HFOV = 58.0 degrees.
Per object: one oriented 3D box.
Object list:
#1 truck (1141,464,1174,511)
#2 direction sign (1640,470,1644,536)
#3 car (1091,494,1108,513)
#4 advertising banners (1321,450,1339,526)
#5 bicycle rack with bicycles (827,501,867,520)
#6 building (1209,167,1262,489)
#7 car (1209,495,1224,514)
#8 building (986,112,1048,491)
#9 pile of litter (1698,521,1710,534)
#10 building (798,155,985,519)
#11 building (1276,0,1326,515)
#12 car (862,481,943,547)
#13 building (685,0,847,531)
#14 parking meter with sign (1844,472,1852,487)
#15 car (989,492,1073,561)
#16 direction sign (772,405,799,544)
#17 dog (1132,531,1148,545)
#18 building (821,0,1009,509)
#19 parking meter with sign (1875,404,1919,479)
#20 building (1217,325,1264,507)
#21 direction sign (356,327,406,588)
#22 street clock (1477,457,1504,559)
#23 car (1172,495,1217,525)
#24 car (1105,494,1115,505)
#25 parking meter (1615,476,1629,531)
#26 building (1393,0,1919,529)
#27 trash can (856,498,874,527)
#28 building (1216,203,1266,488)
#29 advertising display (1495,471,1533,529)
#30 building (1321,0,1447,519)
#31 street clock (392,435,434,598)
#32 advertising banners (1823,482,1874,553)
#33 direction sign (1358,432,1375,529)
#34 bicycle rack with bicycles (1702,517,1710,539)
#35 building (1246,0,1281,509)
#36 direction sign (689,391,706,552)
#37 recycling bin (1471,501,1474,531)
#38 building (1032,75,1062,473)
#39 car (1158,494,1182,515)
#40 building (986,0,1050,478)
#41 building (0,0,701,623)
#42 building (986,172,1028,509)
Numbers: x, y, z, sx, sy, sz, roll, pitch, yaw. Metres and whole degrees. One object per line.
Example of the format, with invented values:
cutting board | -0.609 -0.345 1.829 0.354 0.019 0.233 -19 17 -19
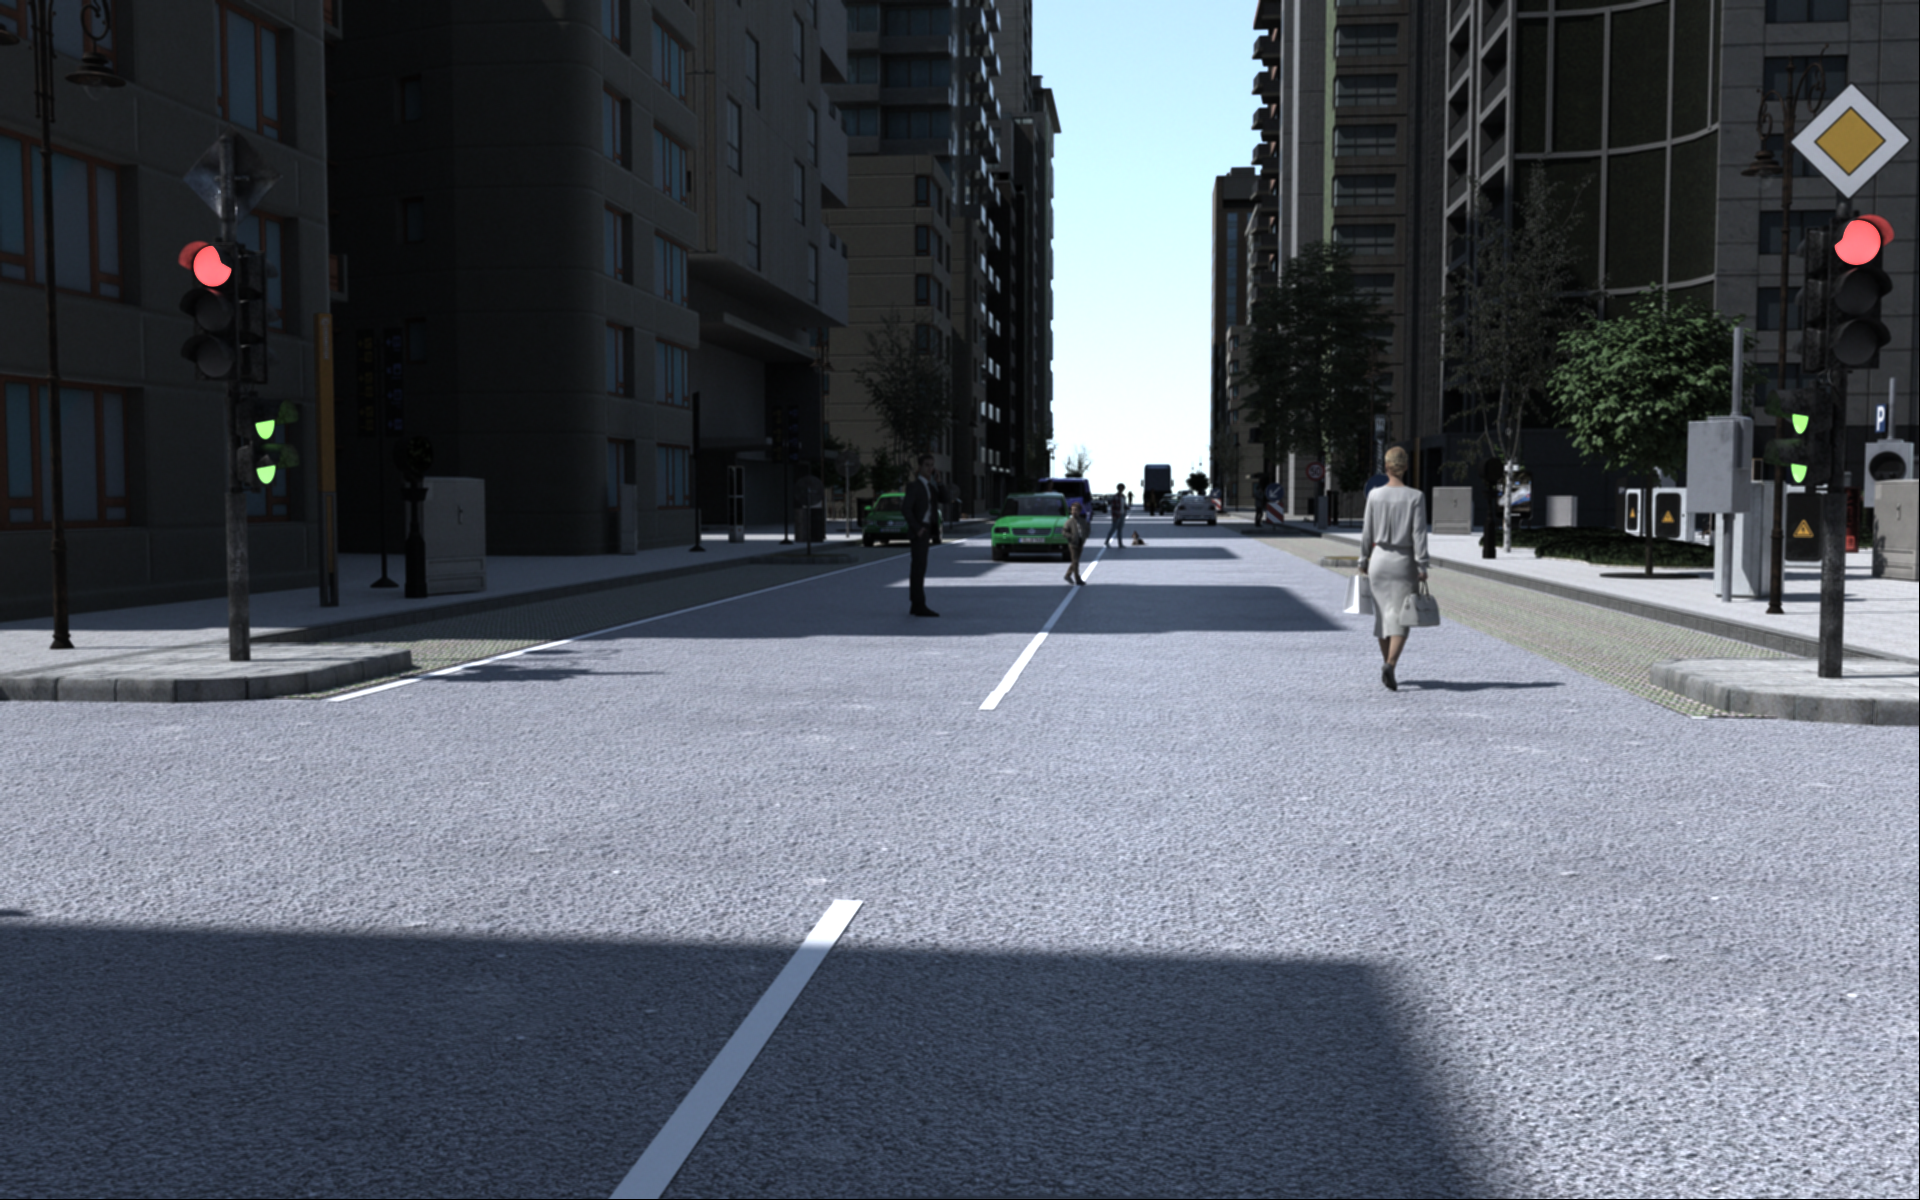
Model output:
truck | 17.257 -9.841 150.666 2.967 4.110 18.799 0 4 6
direction sign | 18.938 -3.428 48.052 0.379 3.537 0.876 3 4 36
car | 10.296 -7.450 131.591 2.009 1.686 4.222 0 4 7
advertising banners | 14.891 -4.503 69.808 0.090 3.025 2.074 2 4 33
bicycle rack with bicycles | -5.451 -4.558 87.903 2.852 0.926 2.925 -1 4 -8
building | 41.487 -35.869 236.560 14.600 45.320 14.200 0 4 6
car | 17.793 -6.751 122.961 1.945 1.354 3.894 0 4 6
building | 1.738 -30.403 180.691 14.154 41.232 14.086 0 4 6
pile of litter | 24.479 -2.524 55.236 1.719 0.858 1.176 1 4 21
building | -13.585 -15.859 104.328 27.650 21.520 28.899 0 4 6
building | 31.924 -35.037 114.858 21.231 58.520 28.212 0 4 6
car | -1.577 -2.417 48.314 1.959 1.807 4.718 0 4 7
building | -19.388 -29.171 66.189 28.713 52.752 27.495 0 4 6
parking meter with sign | 30.147 -3.858 59.344 1.738 3.016 0.543 1 4 20
car | 1.661 -1.803 38.277 1.959 1.807 4.718 0 4 4
direction sign | -4.448 -3.196 44.246 0.876 3.537 0.379 2 4 35
dog | 5.057 -1.734 48.543 0.748 0.427 0.550 -1 4 -20
building | -8.662 -31.413 133.213 23.786 49.044 30.456 0 4 6
parking meter with sign | 18.698 -2.277 33.495 1.738 3.016 0.543 1 4 9
building | 42.960 -21.142 190.714 27.650 21.520 28.899 0 4 6
direction sign | -7.931 -1.943 23.767 0.876 3.537 0.379 2 4 28
street clock | 10.514 -1.821 34.352 0.471 2.002 0.358 -1 4 -17
car | 10.946 -4.178 80.676 2.083 1.381 4.827 0 4 5
car | 17.931 -12.073 207.187 2.009 1.686 4.222 0 4 7
parking meter | 21.671 -3.119 56.704 0.399 1.863 0.255 2 4 33
building | 30.000 -38.672 70.535 20.563 71.187 20.611 0 4 6
trash can | -3.663 -3.369 66.729 0.748 1.137 0.748 0 3 0
building | 48.591 -32.062 216.092 32.217 40.220 23.993 0 4 6
advertising display | 15.318 -2.611 47.900 0.974 1.923 0.123 2 4 28
building | 26.891 -25.144 94.691 14.154 41.232 14.086 0 4 6
street clock | -6.719 -1.025 21.333 0.358 2.002 0.471 2 4 27
advertising banners | 19.370 -2.539 37.703 2.074 3.025 0.090 1 4 19
direction sign | 14.951 -4.382 63.649 0.379 3.537 0.876 -2 4 -32
bicycle rack with bicycles | 22.606 -2.178 48.990 2.925 0.926 2.852 -2 4 -24
building | 35.597 -29.915 143.731 22.147 44.769 28.867 0 4 6
direction sign | -5.885 -2.857 38.704 0.379 3.537 0.876 -1 4 -16
recycling bin | 17.470 -2.940 60.622 0.722 1.027 0.722 -2 4 -24
building | -1.847 -38.833 224.152 28.713 52.752 27.495 0 4 6
car | 14.606 -6.536 118.666 2.131 1.459 4.920 0 4 8
building | -0.065 -46.472 198.069 20.563 71.187 20.611 0 4 6
building | -21.945 -11.379 31.082 27.650 21.520 28.899 0 4 6
building | -1.386 -23.466 155.374 14.160 30.474 14.107 0 4 6
